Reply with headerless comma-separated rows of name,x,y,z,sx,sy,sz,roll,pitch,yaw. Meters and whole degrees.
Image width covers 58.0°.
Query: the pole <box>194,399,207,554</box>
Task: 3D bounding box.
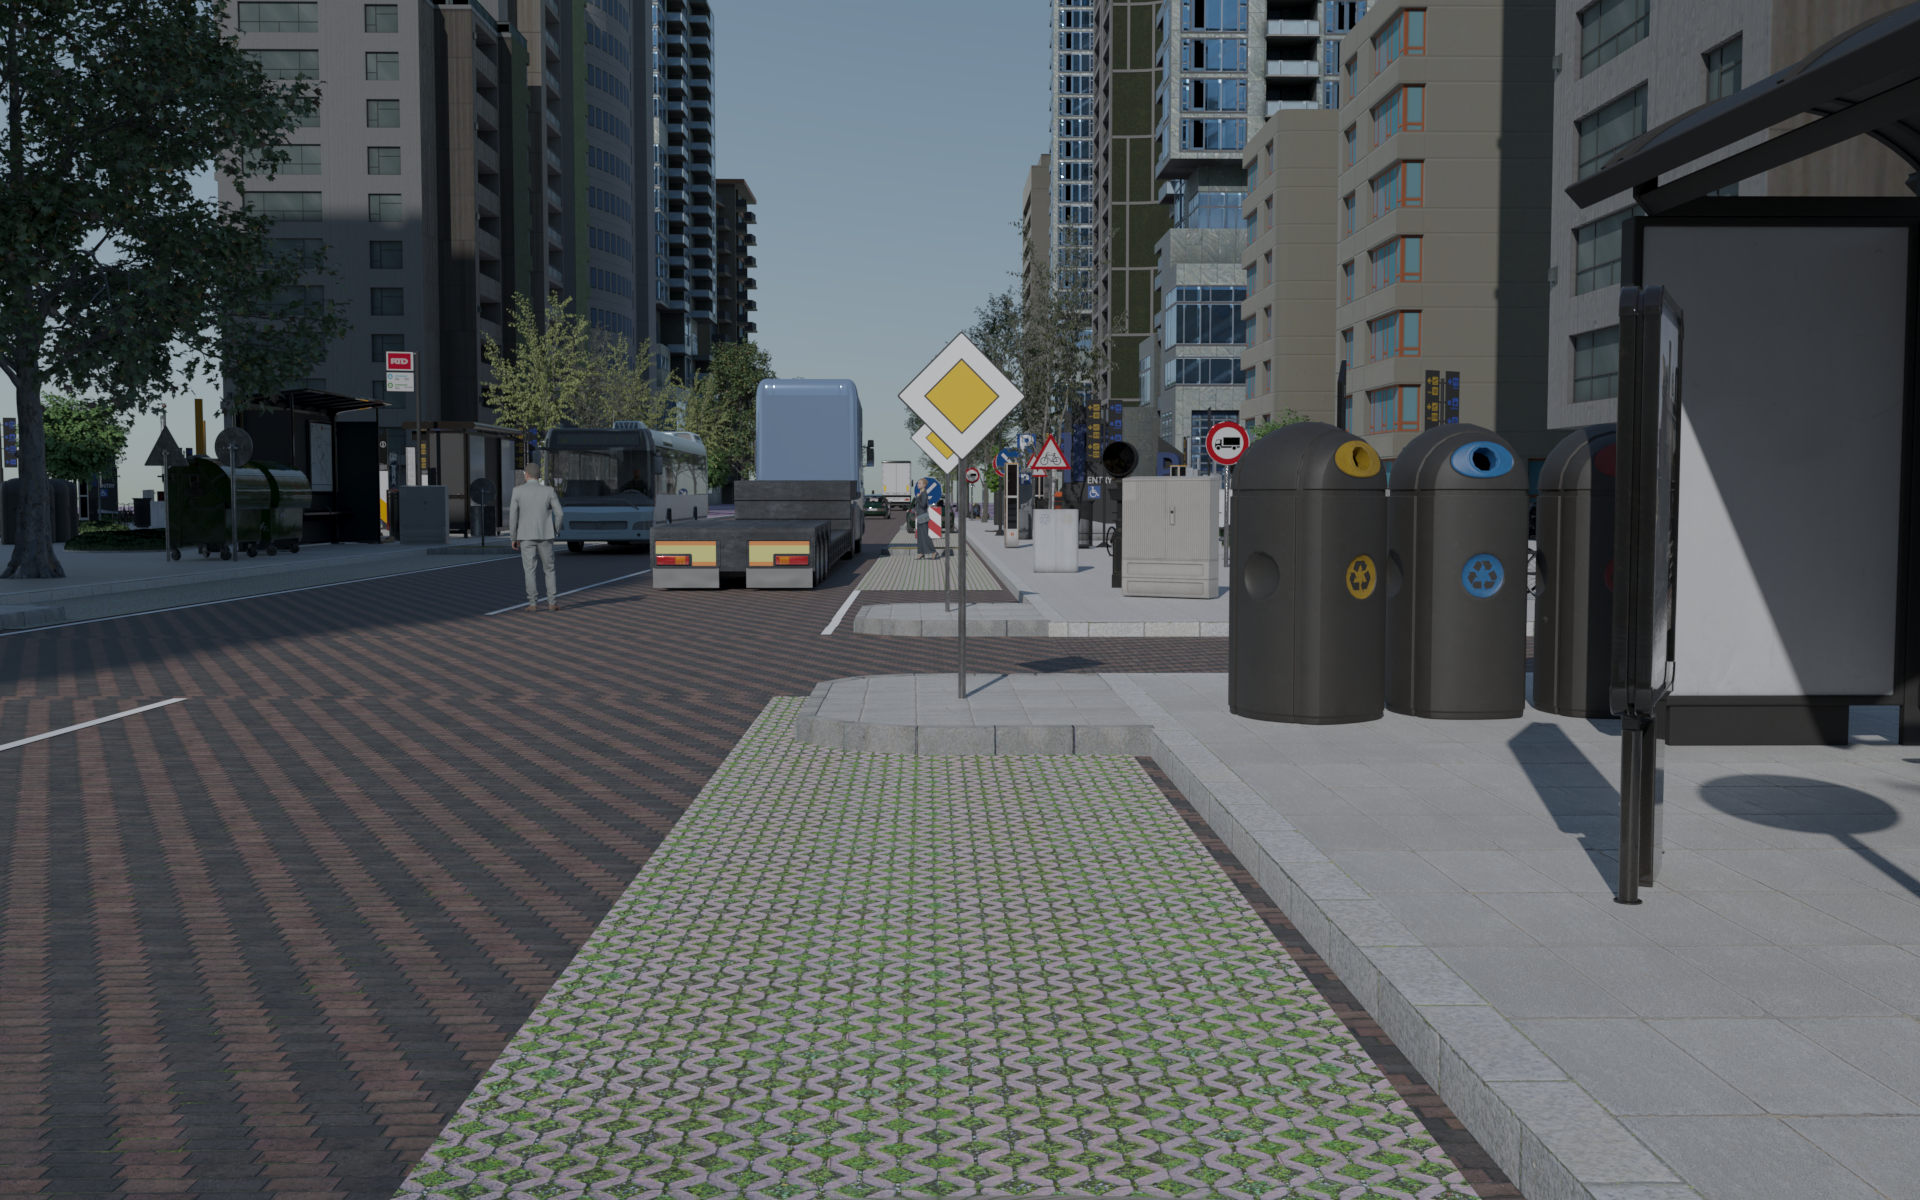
pole,-16.261,-2.645,37.086,0.158,3.312,0.155,0,3,0

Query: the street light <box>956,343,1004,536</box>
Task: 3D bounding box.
street light,0.699,-4.928,53.107,1.470,5.913,1.316,0,4,-1

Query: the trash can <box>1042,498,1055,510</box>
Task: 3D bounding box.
trash can,3.319,-2.896,58.997,0.748,1.137,0.748,0,3,0

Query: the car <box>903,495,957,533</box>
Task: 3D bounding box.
car,-1.107,-3.314,63.966,2.009,1.686,4.222,0,4,-2

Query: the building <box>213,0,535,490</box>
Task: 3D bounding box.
building,-33.480,-20.130,100.831,14.160,30.474,14.107,0,4,-1

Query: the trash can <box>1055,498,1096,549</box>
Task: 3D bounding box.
trash can,2.812,-1.771,40.610,0.748,1.137,0.748,0,3,0

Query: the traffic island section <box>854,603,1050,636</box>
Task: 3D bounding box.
traffic island section,-0.116,0.208,18.873,2.009,0.180,2.903,0,4,-1

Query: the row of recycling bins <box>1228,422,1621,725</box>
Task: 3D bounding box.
row of recycling bins,3.330,-0.185,10.142,3.534,1.692,1.069,0,4,-5

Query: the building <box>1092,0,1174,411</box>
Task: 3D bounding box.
building,20.301,-43.401,147.853,20.563,71.187,20.611,0,4,-1

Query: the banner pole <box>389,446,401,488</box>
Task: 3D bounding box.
banner pole,-29.193,-6.099,89.729,0.863,3.779,0.401,1,4,15

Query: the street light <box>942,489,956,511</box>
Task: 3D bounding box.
street light,-0.092,-7.372,93.076,1.470,5.913,1.316,0,4,-1

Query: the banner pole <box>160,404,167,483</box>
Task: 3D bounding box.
banner pole,-22.136,-3.558,48.189,0.401,3.779,0.863,-2,4,-35

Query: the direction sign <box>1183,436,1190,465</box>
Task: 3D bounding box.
direction sign,8.884,-4.650,68.027,0.379,3.537,0.876,0,4,-7

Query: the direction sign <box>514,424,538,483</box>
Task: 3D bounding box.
direction sign,-14.145,-3.946,56.520,0.379,3.537,0.876,3,5,40

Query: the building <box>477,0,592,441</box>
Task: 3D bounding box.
building,-33.001,-26.396,115.176,14.154,41.232,14.086,0,4,-1

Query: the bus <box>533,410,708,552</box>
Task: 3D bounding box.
bus,-8.669,-3.129,46.012,2.948,3.499,13.247,0,4,-2

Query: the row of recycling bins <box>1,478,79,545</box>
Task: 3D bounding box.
row of recycling bins,-24.080,-2.344,45.434,1.069,1.692,3.534,0,4,-7

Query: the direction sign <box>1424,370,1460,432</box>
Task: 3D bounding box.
direction sign,8.857,-2.440,31.883,0.876,3.537,0.379,-2,4,-32

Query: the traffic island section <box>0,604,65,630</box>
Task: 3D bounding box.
traffic island section,-11.105,0.221,18.673,2.009,0.180,2.903,0,4,-1

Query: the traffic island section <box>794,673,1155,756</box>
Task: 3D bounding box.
traffic island section,0.034,0.697,10.890,2.009,0.180,2.903,0,4,-1

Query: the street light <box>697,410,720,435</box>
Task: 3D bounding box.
street light,-13.953,-7.529,95.633,1.470,5.913,1.316,0,4,-1

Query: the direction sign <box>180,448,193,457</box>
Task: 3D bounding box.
direction sign,-37.775,-5.652,84.403,0.379,3.537,0.876,3,4,37

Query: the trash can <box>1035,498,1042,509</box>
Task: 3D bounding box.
trash can,3.092,-3.124,62.727,0.748,1.137,0.748,0,3,0

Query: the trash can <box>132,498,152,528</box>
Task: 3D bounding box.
trash can,-31.093,-3.316,65.866,0.748,1.137,0.748,0,3,0

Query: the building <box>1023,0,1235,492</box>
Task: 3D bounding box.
building,19.846,-55.189,215.003,22.319,86.520,31.000,0,4,-1

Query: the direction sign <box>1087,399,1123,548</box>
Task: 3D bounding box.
direction sign,3.464,-3.031,41.548,0.876,3.537,0.379,-1,4,-10

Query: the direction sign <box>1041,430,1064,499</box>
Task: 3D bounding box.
direction sign,3.303,-4.221,61.009,0.876,3.537,0.379,0,4,-1

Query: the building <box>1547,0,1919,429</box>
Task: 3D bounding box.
building,21.499,-16.126,35.362,14.107,30.474,14.160,0,4,-1

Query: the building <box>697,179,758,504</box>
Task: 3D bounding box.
building,-39.153,-35.449,234.209,22.147,44.769,28.867,0,4,-1

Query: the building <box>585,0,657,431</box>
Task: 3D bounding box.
building,-36.749,-36.338,136.119,21.231,58.520,28.212,0,4,-1

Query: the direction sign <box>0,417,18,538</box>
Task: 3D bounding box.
direction sign,-28.351,-3.622,51.212,0.876,3.537,0.379,-1,4,-19

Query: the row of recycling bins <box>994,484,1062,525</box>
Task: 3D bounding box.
row of recycling bins,3.146,-3.930,71.374,3.534,1.692,1.069,0,4,3

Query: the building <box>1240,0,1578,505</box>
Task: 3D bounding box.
building,28.217,-13.930,72.797,27.650,21.520,28.899,0,4,-1

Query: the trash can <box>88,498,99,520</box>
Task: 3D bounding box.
trash can,-31.883,-3.164,63.380,0.748,1.137,0.748,0,3,0

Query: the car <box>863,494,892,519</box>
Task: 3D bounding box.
car,-4.904,-5.474,99.291,2.009,1.686,4.222,0,4,1

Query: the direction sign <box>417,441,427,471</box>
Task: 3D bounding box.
direction sign,-17.754,-4.036,57.989,0.876,3.537,0.379,1,4,12

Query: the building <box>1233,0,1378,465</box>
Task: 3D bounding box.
building,22.263,-49.440,121.015,22.319,86.520,31.000,0,4,-1

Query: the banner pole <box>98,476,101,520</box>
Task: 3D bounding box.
banner pole,-36.474,-5.102,73.438,0.401,3.779,0.863,-1,4,-19

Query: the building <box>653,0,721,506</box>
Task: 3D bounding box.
building,-39.343,-54.439,202.755,22.319,86.520,31.000,0,4,-1

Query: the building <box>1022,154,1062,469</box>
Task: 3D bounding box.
building,19.956,-37.852,242.584,21.300,48.544,21.600,0,4,-1

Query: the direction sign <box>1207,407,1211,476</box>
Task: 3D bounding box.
direction sign,6.532,-3.270,45.461,0.379,3.537,0.876,0,4,4
